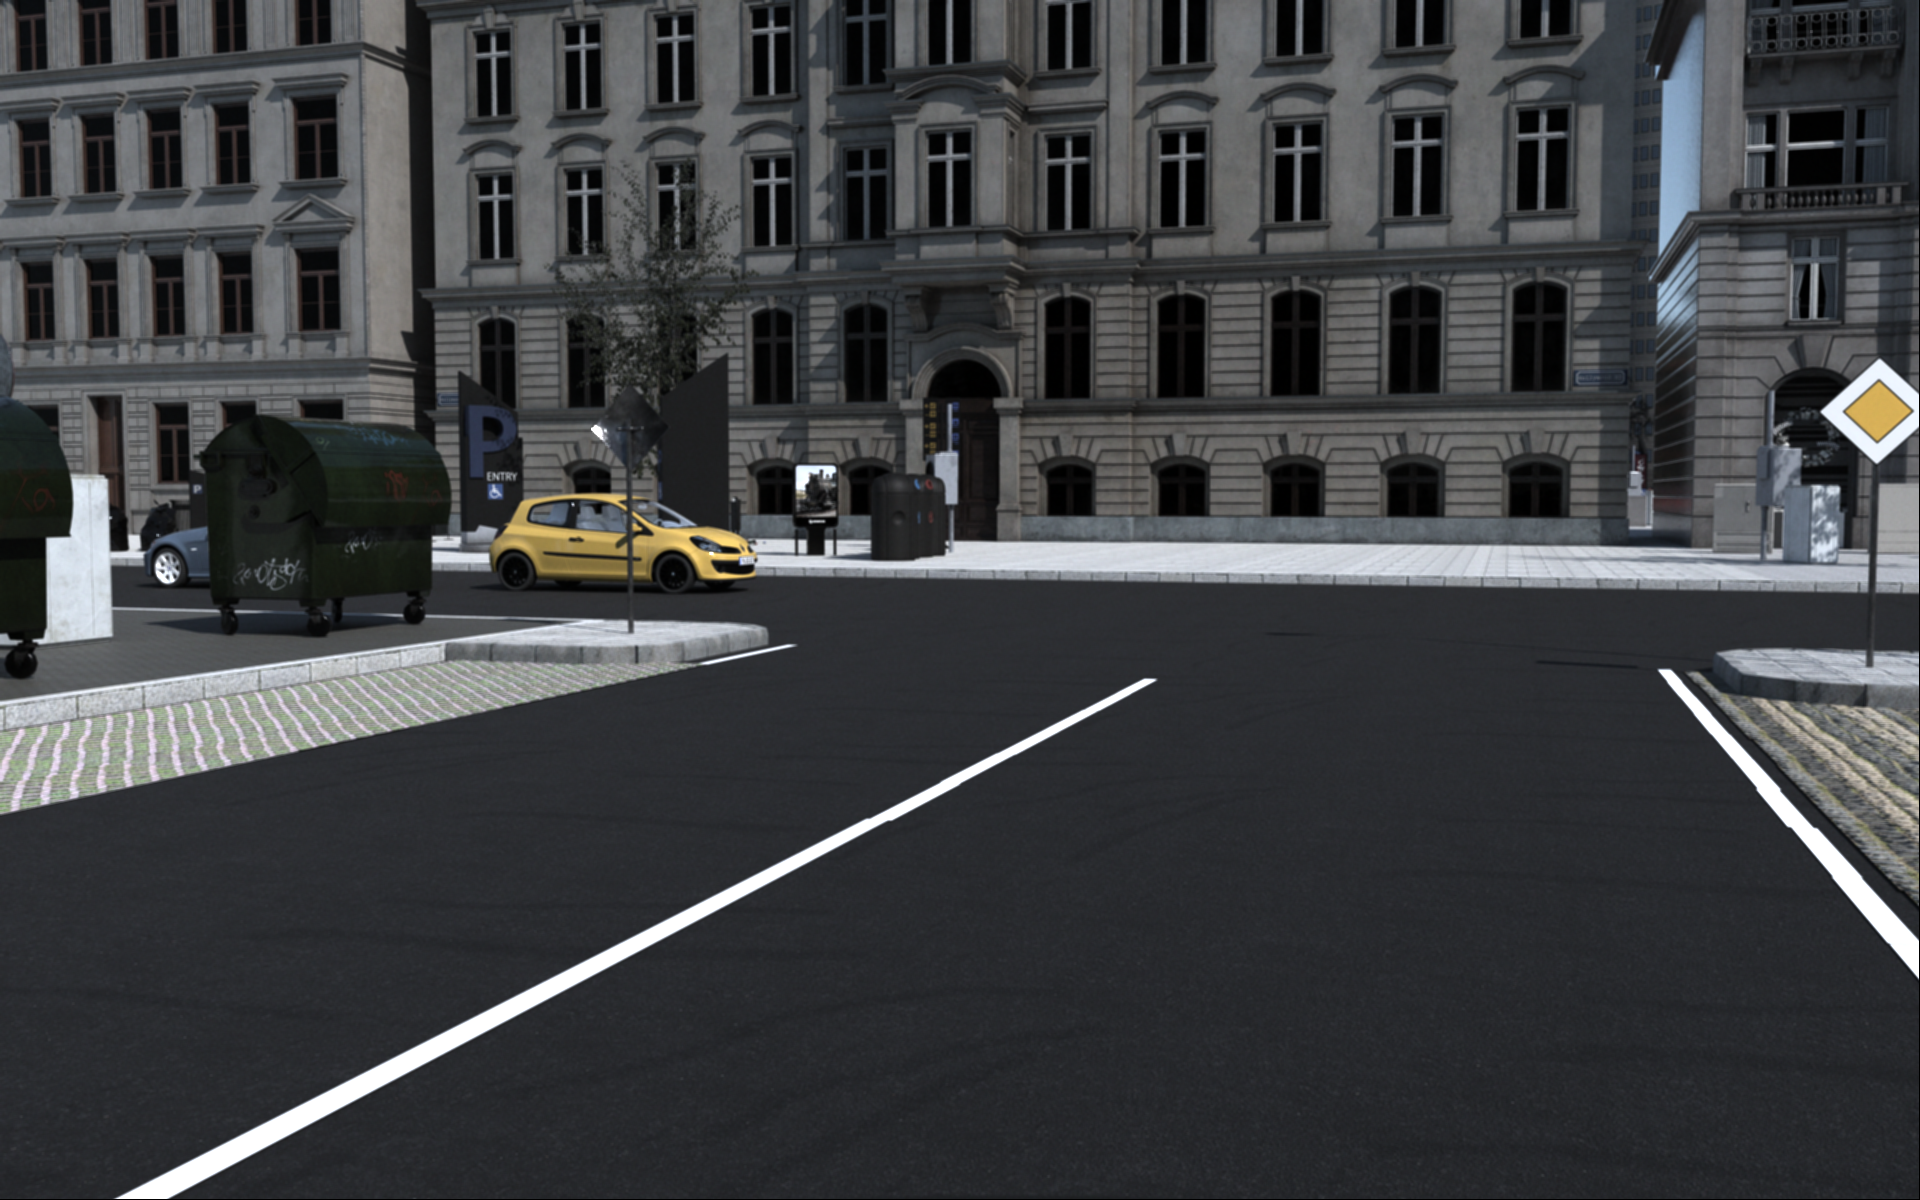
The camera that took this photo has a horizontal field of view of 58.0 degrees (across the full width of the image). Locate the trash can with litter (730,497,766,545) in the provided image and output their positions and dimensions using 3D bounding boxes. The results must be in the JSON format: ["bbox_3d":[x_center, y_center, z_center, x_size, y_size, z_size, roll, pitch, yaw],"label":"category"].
[{"bbox_3d":[-5.773,-2.040,44.407,1.678,1.210,2.233,-1,4,-20],"label":"trash can with litter"}]

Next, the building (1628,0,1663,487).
[{"bbox_3d":[84.285,-40.028,196.461,28.212,58.520,21.231,1,4,18],"label":"building"}]

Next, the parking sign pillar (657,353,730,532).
[{"bbox_3d":[-5.091,-2.727,33.061,1.447,3.967,1.447,-1,4,-22],"label":"parking sign pillar"}]

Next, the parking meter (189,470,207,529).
[{"bbox_3d":[-18.210,-2.186,41.455,0.399,1.863,0.255,-1,4,-17],"label":"parking meter"}]

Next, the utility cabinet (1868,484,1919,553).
[{"bbox_3d":[20.158,-1.742,37.155,1.173,1.500,0.318,0,4,3],"label":"utility cabinet"}]

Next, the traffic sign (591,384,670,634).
[{"bbox_3d":[-3.024,-0.748,15.874,0.795,2.450,0.064,1,4,18],"label":"traffic sign"}]

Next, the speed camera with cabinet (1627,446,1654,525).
[{"bbox_3d":[28.089,-4.678,70.827,2.038,3.252,0.660,0,4,-4],"label":"speed camera with cabinet"}]

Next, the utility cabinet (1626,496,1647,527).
[{"bbox_3d":[26.515,-3.493,68.277,1.020,1.237,0.306,2,4,27],"label":"utility cabinet"}]

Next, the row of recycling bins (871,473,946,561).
[{"bbox_3d":[-1.053,-1.694,34.805,1.069,1.692,3.534,1,4,12],"label":"row of recycling bins"}]

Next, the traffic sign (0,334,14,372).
[{"bbox_3d":[-7.323,-0.784,12.924,0.768,2.556,0.104,2,4,26],"label":"traffic sign"}]

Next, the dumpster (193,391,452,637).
[{"bbox_3d":[-5.988,-0.847,16.336,1.502,2.255,1.985,1,4,17],"label":"dumpster"}]

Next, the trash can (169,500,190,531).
[{"bbox_3d":[-19.186,-1.912,42.910,0.748,1.137,0.748,0,3,0],"label":"trash can"}]

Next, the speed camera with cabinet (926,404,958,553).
[{"bbox_3d":[-0.622,-2.712,38.672,0.660,3.252,2.038,-1,4,-18],"label":"speed camera with cabinet"}]

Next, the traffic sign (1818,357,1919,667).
[{"bbox_3d":[6.737,-0.558,12.771,0.795,2.450,0.064,1,4,18],"label":"traffic sign"}]

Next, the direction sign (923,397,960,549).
[{"bbox_3d":[-0.433,-2.981,40.737,0.876,3.537,0.379,1,4,9],"label":"direction sign"}]

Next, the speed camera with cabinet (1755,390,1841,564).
[{"bbox_3d":[15.713,-2.333,32.487,0.660,3.252,2.038,0,4,-3],"label":"speed camera with cabinet"}]

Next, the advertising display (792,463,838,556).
[{"bbox_3d":[-3.013,-1.890,36.107,0.974,1.923,0.123,-2,4,-25],"label":"advertising display"}]

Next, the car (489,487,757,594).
[{"bbox_3d":[-5.000,-0.959,25.897,3.980,1.641,2.015,1,4,17],"label":"car"}]

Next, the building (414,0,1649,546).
[{"bbox_3d":[1.772,-14.223,51.623,34.723,24.649,14.460,1,4,18],"label":"building"}]

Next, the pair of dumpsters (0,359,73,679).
[{"bbox_3d":[-7.503,-0.469,10.158,1.574,2.255,4.437,1,4,17],"label":"pair of dumpsters"}]

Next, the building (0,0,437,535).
[{"bbox_3d":[-25.399,-13.619,58.828,21.152,22.565,11.583,1,4,18],"label":"building"}]

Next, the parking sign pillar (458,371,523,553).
[{"bbox_3d":[-10.357,-3.047,38.286,1.447,3.967,1.447,-2,4,-35],"label":"parking sign pillar"}]

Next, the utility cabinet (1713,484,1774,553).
[{"bbox_3d":[16.912,-1.756,37.382,1.173,1.500,0.318,2,4,28],"label":"utility cabinet"}]

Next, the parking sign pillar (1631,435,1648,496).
[{"bbox_3d":[30.765,-5.503,78.448,1.447,3.967,1.447,1,4,9],"label":"parking sign pillar"}]

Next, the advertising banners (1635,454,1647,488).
[{"bbox_3d":[30.395,-4.843,75.372,2.074,3.025,0.090,2,4,34],"label":"advertising banners"}]

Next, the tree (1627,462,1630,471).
[{"bbox_3d":[36.118,-6.968,97.643,4.285,4.588,4.351,0,3,0],"label":"tree"}]

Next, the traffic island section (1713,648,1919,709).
[{"bbox_3d":[6.762,0.577,12.841,2.009,0.180,2.903,1,4,18],"label":"traffic island section"}]

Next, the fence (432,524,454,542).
[{"bbox_3d":[-14.327,-1.975,47.670,0.278,0.683,2.069,0,4,-3],"label":"fence"}]

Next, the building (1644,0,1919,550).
[{"bbox_3d":[29.996,-12.260,42.249,24.055,21.916,13.314,1,4,18],"label":"building"}]

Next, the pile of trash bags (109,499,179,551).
[{"bbox_3d":[-19.397,-1.805,39.258,3.447,1.369,1.912,0,4,-6],"label":"pile of trash bags"}]

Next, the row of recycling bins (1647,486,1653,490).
[{"bbox_3d":[35.580,-5.109,90.642,3.534,1.692,1.069,-3,4,-39],"label":"row of recycling bins"}]

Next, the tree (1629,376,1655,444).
[{"bbox_3d":[46.678,-13.380,129.138,12.009,13.543,11.850,0,3,0],"label":"tree"}]

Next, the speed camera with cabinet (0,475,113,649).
[{"bbox_3d":[-7.933,-1.211,14.143,0.660,3.252,2.038,1,4,15],"label":"speed camera with cabinet"}]

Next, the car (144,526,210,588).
[{"bbox_3d":[-10.351,-0.893,26.605,4.499,1.417,2.014,1,4,19],"label":"car"}]

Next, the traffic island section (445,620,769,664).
[{"bbox_3d":[-3.049,0.388,15.943,2.009,0.180,2.903,1,4,18],"label":"traffic island section"}]

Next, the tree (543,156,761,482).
[{"bbox_3d":[-6.475,-5.306,37.113,4.360,8.622,3.978,0,3,0],"label":"tree"}]
